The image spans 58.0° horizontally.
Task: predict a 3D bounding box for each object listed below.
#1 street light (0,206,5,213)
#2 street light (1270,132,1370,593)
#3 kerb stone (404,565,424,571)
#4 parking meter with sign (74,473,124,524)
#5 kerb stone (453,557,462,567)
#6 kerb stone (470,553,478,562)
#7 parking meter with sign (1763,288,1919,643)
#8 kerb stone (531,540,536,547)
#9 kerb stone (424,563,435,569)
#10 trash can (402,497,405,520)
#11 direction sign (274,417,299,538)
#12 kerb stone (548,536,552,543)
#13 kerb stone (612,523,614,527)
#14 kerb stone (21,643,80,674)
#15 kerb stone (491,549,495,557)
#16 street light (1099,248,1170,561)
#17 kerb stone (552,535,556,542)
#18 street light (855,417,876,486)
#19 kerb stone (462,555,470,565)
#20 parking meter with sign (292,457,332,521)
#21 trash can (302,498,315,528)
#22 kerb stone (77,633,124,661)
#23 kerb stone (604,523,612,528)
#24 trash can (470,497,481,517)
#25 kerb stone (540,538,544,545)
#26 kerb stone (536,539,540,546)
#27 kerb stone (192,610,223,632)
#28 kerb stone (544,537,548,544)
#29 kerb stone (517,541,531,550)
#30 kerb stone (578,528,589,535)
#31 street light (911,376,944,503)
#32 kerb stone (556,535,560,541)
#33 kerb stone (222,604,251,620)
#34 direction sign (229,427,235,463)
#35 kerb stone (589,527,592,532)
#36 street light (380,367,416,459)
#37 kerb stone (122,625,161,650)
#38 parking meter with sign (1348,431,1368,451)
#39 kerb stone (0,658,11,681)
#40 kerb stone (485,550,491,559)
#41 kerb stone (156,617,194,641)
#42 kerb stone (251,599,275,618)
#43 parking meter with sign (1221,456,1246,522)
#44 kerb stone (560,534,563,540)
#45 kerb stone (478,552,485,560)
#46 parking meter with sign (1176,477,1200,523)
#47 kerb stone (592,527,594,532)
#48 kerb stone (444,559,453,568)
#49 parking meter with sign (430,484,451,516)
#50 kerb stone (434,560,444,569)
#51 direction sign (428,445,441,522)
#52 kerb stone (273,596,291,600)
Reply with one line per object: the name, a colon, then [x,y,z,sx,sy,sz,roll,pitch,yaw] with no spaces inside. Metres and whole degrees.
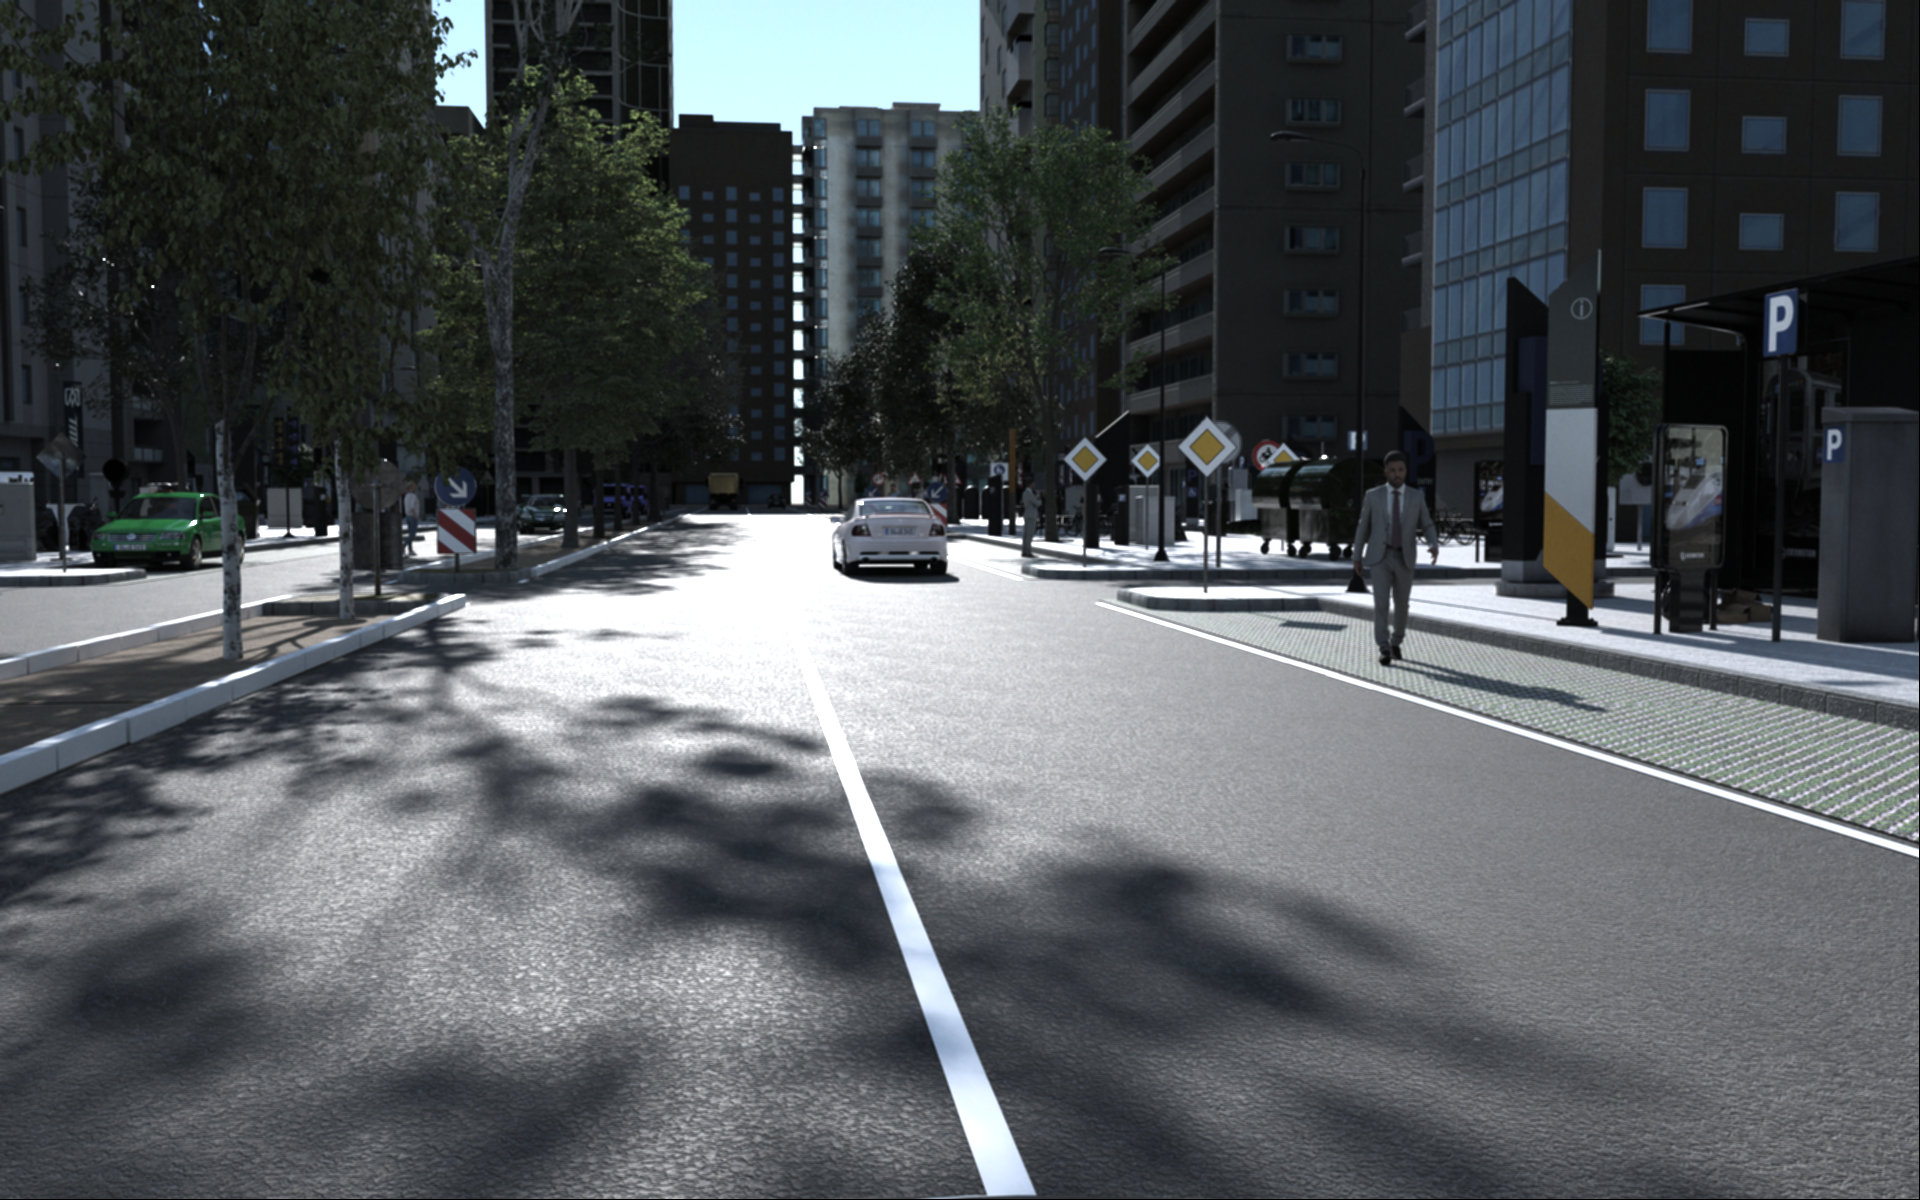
street light: [-16.037,-3.385,27.886,1.470,5.913,1.316,0,4,-7]
street light: [4.669,-3.053,22.453,1.470,5.913,1.316,0,4,-7]
kerb stone: [-9.480,-0.476,30.002,0.120,0.150,1.000,0,4,-7]
parking meter with sign: [-30.763,-4.019,61.978,1.738,3.016,0.543,-1,4,-11]
kerb stone: [-9.997,-0.724,34.088,0.120,0.150,1.000,0,4,-7]
kerb stone: [-10.256,-0.853,36.135,0.120,0.150,1.000,0,4,-7]
parking meter with sign: [7.920,-1.147,15.015,1.738,3.016,0.543,0,4,-3]
kerb stone: [-11.539,-1.475,46.309,0.120,0.150,1.000,0,4,-7]
kerb stone: [-9.612,-0.538,31.030,0.120,0.150,1.000,0,4,-7]
trash can: [-28.235,-4.610,87.026,0.748,1.137,0.748,0,3,0]
direction sign: [-19.794,-3.606,50.956,0.876,3.537,0.379,1,4,22]
kerb stone: [-12.056,-1.724,50.381,0.120,0.150,1.000,0,4,-7]
kerb stone: [-15.139,-3.216,74.782,0.120,0.150,1.000,0,4,-7]
kerb stone: [-7.485,0.490,14.186,0.120,0.150,1.000,0,4,-7]
kerb stone: [-10.636,-1.035,39.183,0.120,0.150,1.000,0,4,-7]
street light: [3.315,-3.692,32.903,1.470,5.913,1.316,0,4,-7]
kerb stone: [-12.184,-1.785,51.400,0.120,0.150,1.000,0,4,-7]
street light: [-5.621,-8.034,103.890,1.470,5.913,1.316,0,4,-7]
kerb stone: [-10.126,-0.787,35.114,0.120,0.150,1.000,0,4,-7]
parking meter with sign: [-30.806,-5.271,82.435,0.543,3.016,1.738,3,5,40]
trash can: [-24.898,-3.356,66.518,0.748,1.137,0.748,0,3,0]
kerb stone: [-7.606,0.430,15.202,0.120,0.150,1.000,0,4,-7]
kerb stone: [-15.014,-3.154,73.762,0.120,0.150,1.000,0,4,-7]
trash can: [-26.788,-5.142,95.722,0.748,1.137,0.748,0,3,0]
kerb stone: [-11.795,-1.596,48.342,0.120,0.150,1.000,0,4,-7]
kerb stone: [-11.674,-1.536,47.325,0.120,0.150,1.000,0,4,-7]
kerb stone: [-8.004,0.241,18.259,0.120,0.150,1.000,0,4,-7]
kerb stone: [-11.920,-1.662,49.365,0.120,0.150,1.000,0,4,-7]
kerb stone: [-11.417,-1.413,45.294,0.120,0.150,1.000,0,4,-7]
kerb stone: [-13.603,-2.470,62.581,0.120,0.150,1.000,0,4,-7]
street light: [-1.215,-5.849,68.171,1.470,5.913,1.316,0,4,-7]
kerb stone: [-12.310,-1.848,52.422,0.120,0.150,1.000,0,4,-7]
kerb stone: [-8.129,0.178,19.278,0.120,0.150,1.000,0,4,-7]
direction sign: [-24.611,-4.068,58.507,0.379,3.537,0.876,-3,4,-36]
kerb stone: [-13.724,-2.532,63.597,0.120,0.150,1.000,0,4,-7]
street light: [-20.582,-5.554,63.355,1.470,5.913,1.316,0,4,-7]
kerb stone: [-7.740,0.373,16.218,0.120,0.150,1.000,0,4,-7]
parking meter with sign: [11.295,-3.190,48.412,0.543,3.016,1.738,2,4,26]
kerb stone: [-7.362,0.561,13.172,0.120,0.150,1.000,0,4,-7]
kerb stone: [-10.520,-0.975,38.167,0.120,0.150,1.000,0,4,-7]
kerb stone: [-7.869,0.303,17.243,0.120,0.150,1.000,0,4,-7]
kerb stone: [-8.251,0.116,20.293,0.120,0.150,1.000,0,4,-7]
parking meter with sign: [12.239,-5.095,79.562,1.738,3.016,0.543,-1,4,-18]
kerb stone: [-12.445,-1.911,53.435,0.120,0.150,1.000,0,4,-7]
kerb stone: [-10.384,-0.911,37.149,0.120,0.150,1.000,0,4,-7]
parking meter with sign: [10.247,-4.944,77.101,1.738,3.016,0.543,-1,4,-20]
kerb stone: [-13.850,-2.591,64.617,0.120,0.150,1.000,0,4,-7]
kerb stone: [-9.876,-0.665,33.069,0.120,0.150,1.000,0,4,-7]
parking meter with sign: [-30.650,-6.432,101.419,1.738,3.016,0.543,-3,5,-40]
kerb stone: [-9.741,-0.603,32.055,0.120,0.150,1.000,0,4,-7]
direction sign: [-23.993,-5.350,79.469,0.379,3.537,0.876,3,5,43]
kerb stone: [-8.386,0.054,21.306,0.120,0.150,1.000,0,4,-7]
